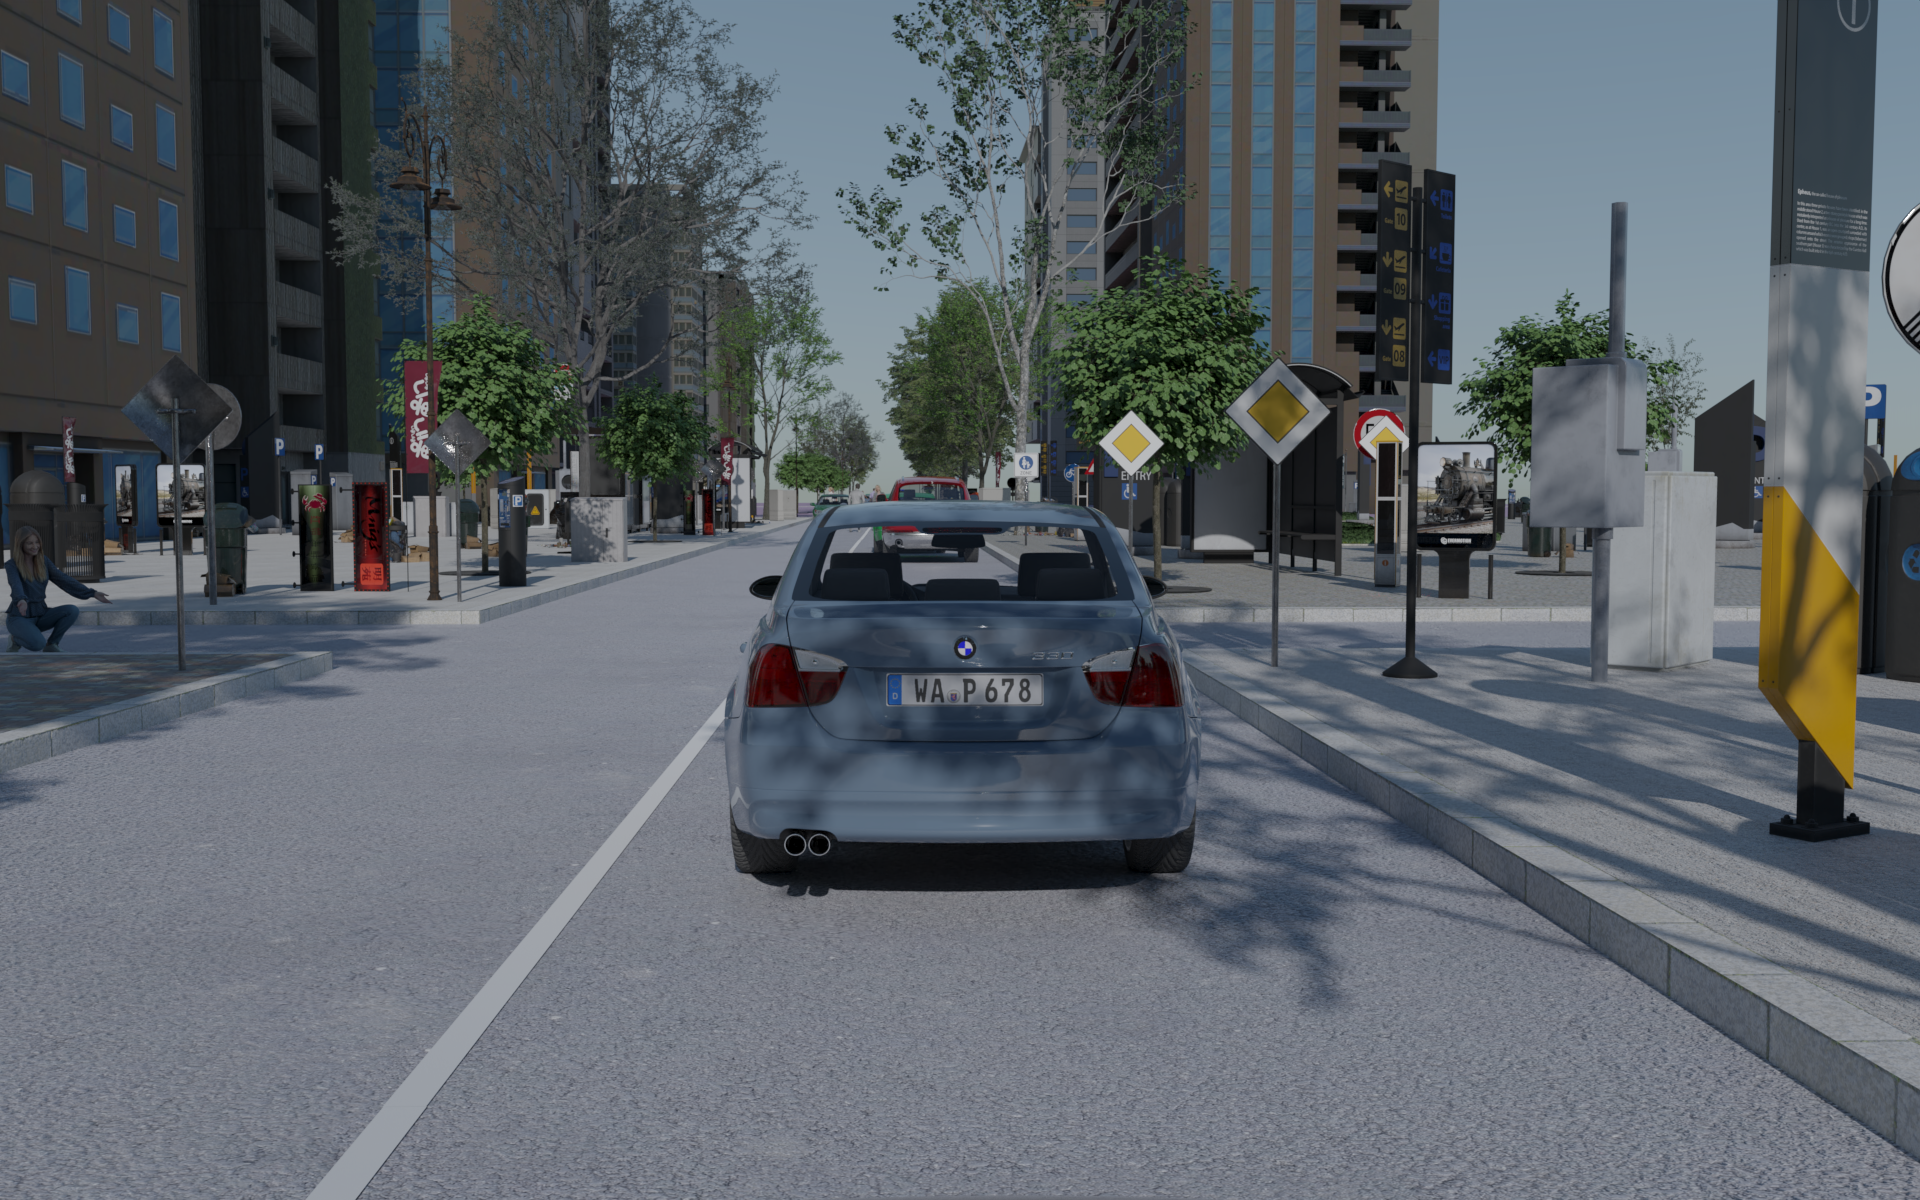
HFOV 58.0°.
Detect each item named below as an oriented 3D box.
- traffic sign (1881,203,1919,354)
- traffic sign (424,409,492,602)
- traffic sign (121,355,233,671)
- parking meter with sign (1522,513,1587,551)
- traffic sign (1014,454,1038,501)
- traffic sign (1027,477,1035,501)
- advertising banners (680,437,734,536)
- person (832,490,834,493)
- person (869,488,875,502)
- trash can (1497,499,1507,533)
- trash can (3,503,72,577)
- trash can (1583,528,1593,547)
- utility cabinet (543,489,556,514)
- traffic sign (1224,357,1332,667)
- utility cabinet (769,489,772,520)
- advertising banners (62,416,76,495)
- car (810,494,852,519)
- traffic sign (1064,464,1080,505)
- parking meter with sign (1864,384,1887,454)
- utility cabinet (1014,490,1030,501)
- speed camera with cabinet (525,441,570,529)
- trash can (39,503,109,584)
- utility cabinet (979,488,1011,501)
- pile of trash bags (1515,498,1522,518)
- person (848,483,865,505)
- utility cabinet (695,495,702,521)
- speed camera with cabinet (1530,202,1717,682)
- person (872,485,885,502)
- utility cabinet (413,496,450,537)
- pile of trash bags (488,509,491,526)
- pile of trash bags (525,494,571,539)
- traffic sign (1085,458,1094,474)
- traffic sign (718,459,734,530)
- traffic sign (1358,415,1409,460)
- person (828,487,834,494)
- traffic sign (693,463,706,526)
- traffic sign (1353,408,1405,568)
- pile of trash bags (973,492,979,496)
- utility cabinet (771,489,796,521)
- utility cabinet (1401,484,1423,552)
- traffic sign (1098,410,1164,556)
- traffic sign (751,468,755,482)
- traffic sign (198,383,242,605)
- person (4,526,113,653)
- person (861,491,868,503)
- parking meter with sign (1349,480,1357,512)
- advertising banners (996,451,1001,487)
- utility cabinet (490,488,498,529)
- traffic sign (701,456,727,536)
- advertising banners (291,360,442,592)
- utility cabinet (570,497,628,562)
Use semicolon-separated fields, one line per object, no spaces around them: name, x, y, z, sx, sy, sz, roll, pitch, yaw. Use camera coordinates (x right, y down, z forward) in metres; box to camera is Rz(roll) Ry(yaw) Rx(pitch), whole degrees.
traffic sign;4.153;-0.432;7.173;0.768;2.556;0.104;0;4;0
traffic sign;-5.944;-1.032;20.516;0.795;2.450;0.064;0;4;-2
traffic sign;-5.655;-0.544;12.536;0.795;2.450;0.064;0;4;-2
parking meter with sign;13.463;-2.610;38.938;1.738;3.016;0.543;-2;4;-25
traffic sign;1.639;-2.503;43.046;0.606;2.300;0.079;0;4;4
traffic sign;2.826;-4.427;72.495;0.768;2.556;0.104;0;4;1
advertising banners;-7.828;-3.520;53.732;2.074;3.025;0.090;2;4;29
person;-7.507;-5.680;102.298;0.756;1.711;0.436;3;4;37
person;-5.899;-6.805;119.623;0.709;1.838;0.599;1;4;13
trash can;16.834;-2.620;54.488;0.748;1.137;0.748;0;3;0
trash can;-14.081;-0.895;26.285;0.748;1.137;0.748;0;3;0
trash can;15.438;-1.854;41.962;0.748;1.137;0.748;0;3;0
utility cabinet;-19.097;-4.370;80.127;0.318;1.500;1.173;-3;4;-39
traffic sign;2.334;-0.560;12.803;0.795;2.450;0.064;0;4;-2
utility cabinet;-10.149;-5.213;93.918;0.318;1.500;1.173;0;4;5
advertising banners;-20.127;-2.576;38.308;0.090;3.025;2.074;0;4;6
car;-5.442;-3.886;75.337;2.131;1.459;4.920;0;4;-3
traffic sign;4.788;-4.477;73.307;0.768;2.556;0.104;0;4;4
parking meter with sign;14.000;-1.876;26.930;0.543;3.016;1.738;2;4;31
utility cabinet;3.349;-5.210;93.861;0.318;1.500;1.173;2;4;31
speed camera with cabinet;-15.107;-4.231;63.521;2.038;3.252;0.660;-2;4;-29
trash can;-12.667;-0.814;24.962;0.748;1.137;0.748;0;3;0
utility cabinet;1.214;-3.200;60.993;1.173;1.500;0.318;-2;4;-32
pile of trash bags;31.835;-5.247;95.548;3.447;1.369;1.912;-3;5;-44
person;-3.905;-3.476;65.185;0.661;1.843;0.795;1;4;13
utility cabinet;-13.150;-4.696;87.935;0.306;1.237;1.020;1;4;17
speed camera with cabinet;4.811;-1.110;12.479;0.660;3.252;2.038;3;5;43
person;-3.143;-3.588;67.351;0.537;1.800;0.526;0;4;1
utility cabinet;-15.839;-2.492;51.904;1.020;1.237;0.306;0;4;6
pile of trash bags;-17.309;-3.542;67.670;1.912;1.369;3.447;-2;4;-26
pile of trash bags;-11.393;-2.461;49.993;3.447;1.369;1.912;0;4;2
traffic sign;3.789;-2.845;46.514;0.884;2.594;0.081;0;4;3
traffic sign;-8.399;-3.753;61.470;0.768;2.556;0.104;0;4;-2
traffic sign;6.243;-1.485;25.465;0.795;2.450;0.064;0;4;3
person;-6.634;-4.933;89.378;0.641;1.798;0.478;-1;4;-20
traffic sign;-10.732;-4.308;70.541;0.768;2.556;0.104;0;4;3
traffic sign;6.242;-1.576;25.879;0.768;2.556;0.104;0;4;2
pile of trash bags;1.097;-4.849;89.031;1.912;1.369;3.447;1;4;10
utility cabinet;-8.818;-4.817;87.439;1.173;1.500;0.318;-3;5;-42
utility cabinet;9.756;-1.804;38.180;1.173;1.500;0.318;-1;4;-16
traffic sign;2.046;-1.048;20.783;0.795;2.450;0.064;0;4;-2
traffic sign;-9.774;-4.851;79.416;0.768;2.556;0.104;0;4;7
traffic sign;-8.652;-1.216;19.991;0.768;2.556;0.104;0;4;8
person;-8.063;-0.083;15.364;0.738;1.151;1.012;2;4;31
person;-8.798;-9.084;157.738;0.721;1.743;1.217;3;4;37
parking meter with sign;20.340;-5.633;88.353;0.543;3.016;1.738;2;4;33
advertising banners;1.275;-4.635;71.963;0.090;3.025;2.074;-1;4;-22
utility cabinet;-16.722;-3.334;63.197;0.318;1.500;1.173;-3;5;-44
traffic sign;-7.465;-3.141;52.538;0.795;2.450;0.064;0;4;1
advertising banners;-7.760;-1.621;22.696;2.074;3.025;0.090;0;4;5
utility cabinet;-6.831;-1.322;32.777;1.020;1.237;0.306;0;4;6
